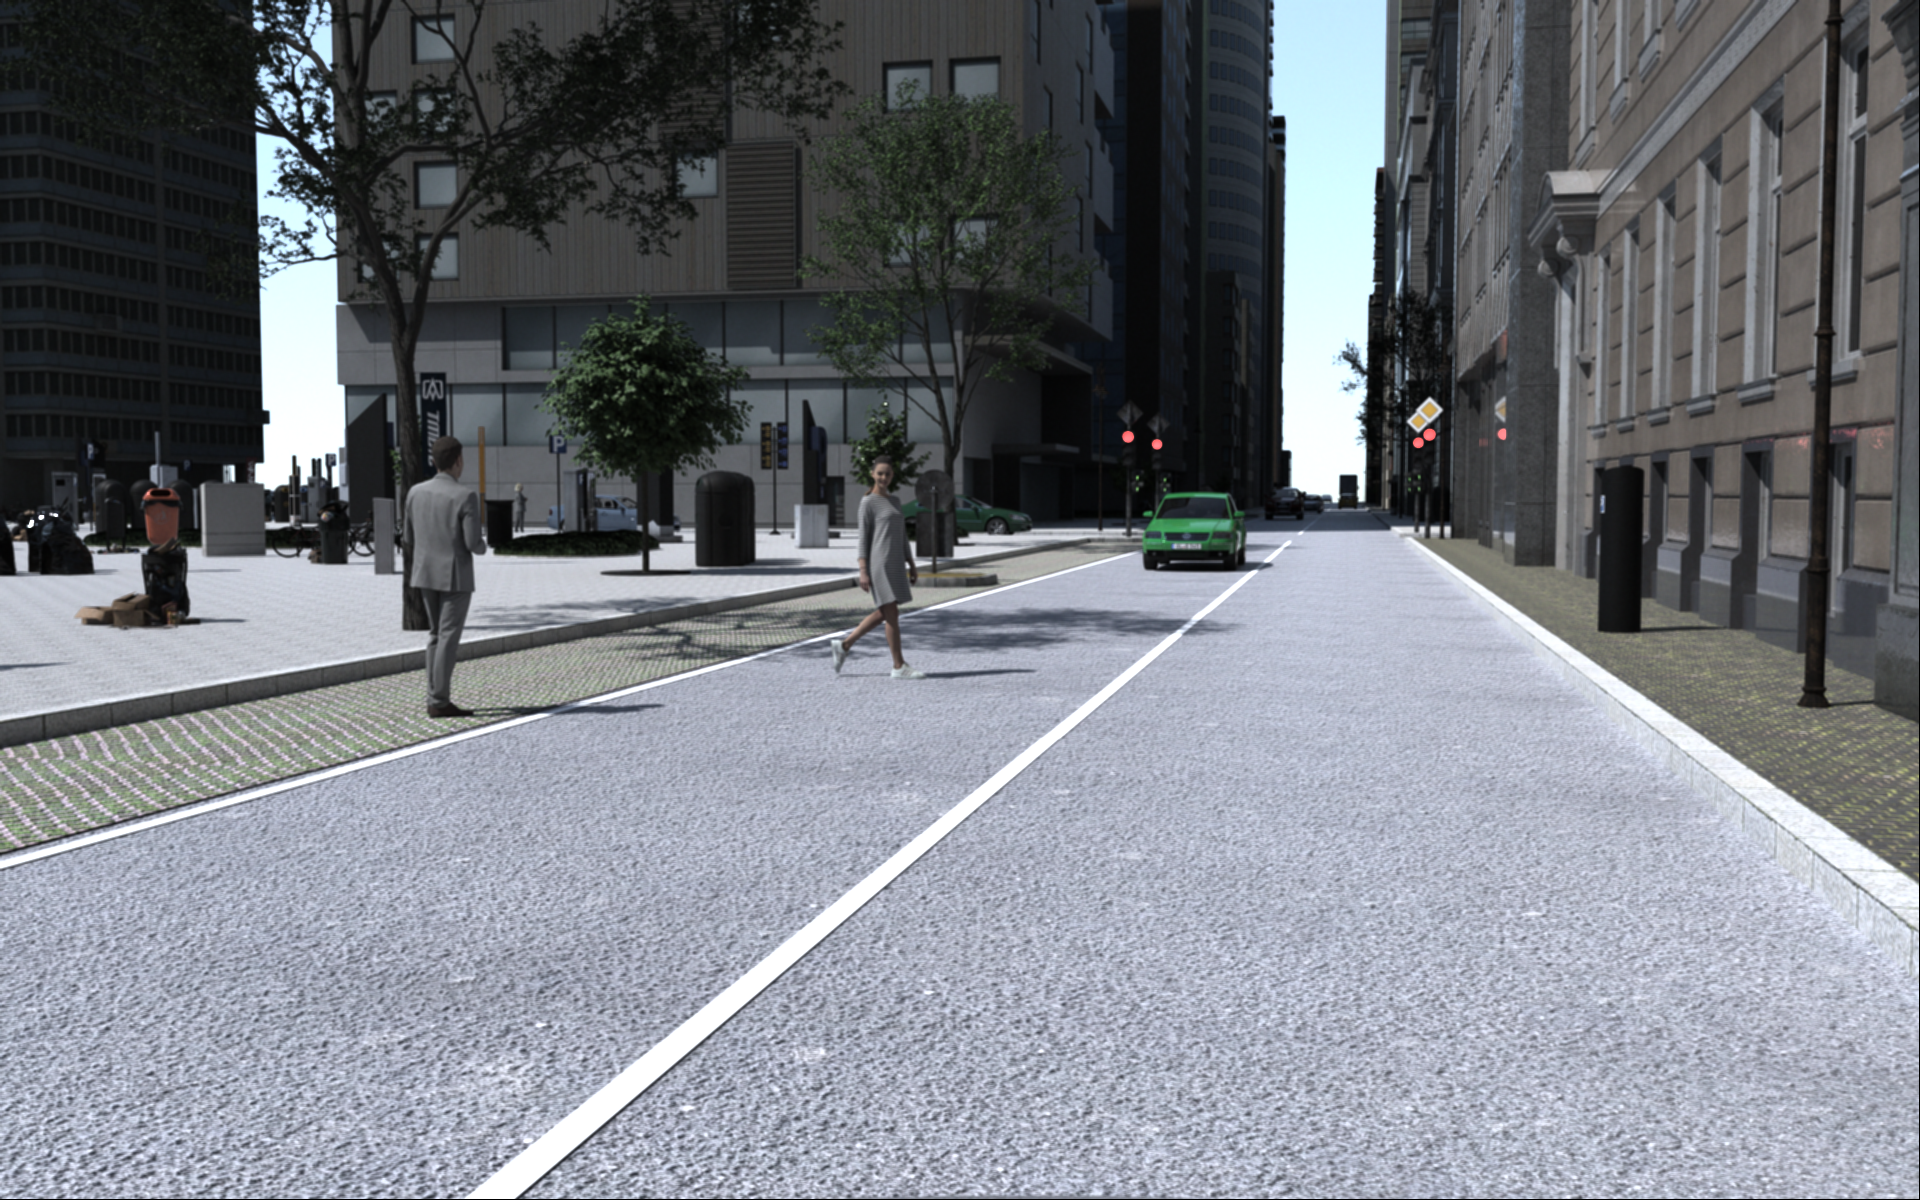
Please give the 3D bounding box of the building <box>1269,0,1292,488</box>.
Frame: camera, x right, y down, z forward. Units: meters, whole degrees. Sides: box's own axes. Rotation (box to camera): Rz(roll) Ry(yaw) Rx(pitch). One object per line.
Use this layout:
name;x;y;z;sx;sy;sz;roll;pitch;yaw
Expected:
building;40.693;-58.471;268.673;22.319;86.520;31.000;1;4;13

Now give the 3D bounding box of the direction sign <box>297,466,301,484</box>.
direction sign;-52.764;-8.947;138.279;0.379;3.537;0.876;0;4;-6

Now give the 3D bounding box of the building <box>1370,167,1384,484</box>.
building;65.044;-34.925;225.643;22.147;44.769;28.867;1;4;13

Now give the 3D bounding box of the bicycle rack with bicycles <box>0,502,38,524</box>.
bicycle rack with bicycles;-41.202;-3.773;75.077;2.925;0.926;2.852;-2;4;-33

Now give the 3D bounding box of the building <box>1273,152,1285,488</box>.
building;34.283;-35.040;223.022;14.600;45.320;14.200;1;4;13

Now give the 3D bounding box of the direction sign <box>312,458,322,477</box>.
direction sign;-40.585;-7.177;109.337;0.876;3.537;0.379;2;4;30

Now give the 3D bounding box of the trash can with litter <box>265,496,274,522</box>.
trash can with litter;-31.989;-4.194;79.966;0.624;1.170;1.055;-1;4;-19

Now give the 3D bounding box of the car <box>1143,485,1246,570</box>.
car;4.644;-1.542;34.011;1.959;1.807;4.718;1;4;12

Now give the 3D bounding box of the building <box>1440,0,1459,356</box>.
building;27.033;-14.122;59.771;19.941;23.489;11.050;1;4;13

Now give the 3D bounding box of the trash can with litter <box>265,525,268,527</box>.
trash can with litter;-30.624;-3.811;73.369;2.233;1.210;1.678;2;4;27

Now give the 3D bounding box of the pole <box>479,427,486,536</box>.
pole;-14.543;-3.602;52.740;0.158;3.312;0.155;0;3;0

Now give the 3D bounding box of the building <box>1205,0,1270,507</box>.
building;20.214;-38.851;177.208;21.231;58.520;28.212;1;4;13

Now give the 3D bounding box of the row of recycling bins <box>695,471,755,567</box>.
row of recycling bins;-4.313;-1.527;32.083;1.069;1.692;3.534;0;4;-4

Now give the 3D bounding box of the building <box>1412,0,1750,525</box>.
building;30.731;-18.552;89.224;13.634;28.700;20.117;1;4;13

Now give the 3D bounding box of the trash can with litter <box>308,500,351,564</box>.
trash can with litter;-11.666;-1.251;31.838;1.055;1.170;0.624;3;5;41

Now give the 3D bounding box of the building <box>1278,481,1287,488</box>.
building;29.690;-33.753;243.735;32.217;40.220;23.993;1;4;13

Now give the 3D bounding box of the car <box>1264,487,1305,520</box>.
car;18.412;-5.474;98.172;2.281;1.827;5.304;1;4;13

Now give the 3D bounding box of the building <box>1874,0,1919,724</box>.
building;8.162;-9.235;0.147;9.793;20.994;18.267;1;4;13

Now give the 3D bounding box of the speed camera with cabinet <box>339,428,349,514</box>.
speed camera with cabinet;-17.844;-3.522;51.919;2.038;3.252;0.660;3;5;41

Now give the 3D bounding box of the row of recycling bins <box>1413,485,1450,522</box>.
row of recycling bins;22.755;-4.465;80.112;3.534;1.692;1.069;2;4;25

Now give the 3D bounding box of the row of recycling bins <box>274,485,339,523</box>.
row of recycling bins;-29.189;-4.355;78.322;3.534;1.692;1.069;0;4;-5

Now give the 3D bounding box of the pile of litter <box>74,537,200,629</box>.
pile of litter;-8.121;-0.193;17.122;1.176;0.858;1.719;-1;4;-15

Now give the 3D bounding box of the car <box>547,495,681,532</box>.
car;-11.693;-2.856;58.695;4.499;1.417;2.014;1;4;11

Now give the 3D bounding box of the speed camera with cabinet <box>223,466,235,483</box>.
speed camera with cabinet;-52.800;-7.913;123.721;2.038;3.252;0.660;1;4;18

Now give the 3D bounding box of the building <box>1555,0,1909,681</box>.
building;14.338;-14.230;18.571;13.634;28.700;20.117;1;4;13

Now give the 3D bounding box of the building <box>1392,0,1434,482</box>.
building;42.259;-27.878;139.407;14.154;41.232;14.086;1;4;13

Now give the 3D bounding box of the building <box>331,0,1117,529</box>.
building;-8.043;-29.719;75.138;28.713;52.752;27.495;1;4;13

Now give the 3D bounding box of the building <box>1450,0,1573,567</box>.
building;17.877;-13.478;38.382;12.078;24.808;19.932;1;4;13

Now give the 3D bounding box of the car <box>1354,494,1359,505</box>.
car;51.862;-13.331;229.763;2.131;1.459;4.920;1;4;14

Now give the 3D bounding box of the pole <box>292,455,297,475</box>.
pole;-34.910;-5.936;90.902;0.158;3.312;0.155;0;3;0

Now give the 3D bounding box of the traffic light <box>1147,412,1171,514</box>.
traffic light;6.817;-4.320;59.548;0.839;4.253;0.868;1;4;13

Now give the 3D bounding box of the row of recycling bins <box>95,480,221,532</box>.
row of recycling bins;-23.076;-2.633;50.170;3.534;1.692;1.069;-2;4;-31

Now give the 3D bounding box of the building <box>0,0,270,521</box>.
building;-52.465;-24.278;88.830;23.993;40.220;32.217;1;4;13

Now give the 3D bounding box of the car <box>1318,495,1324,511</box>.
car;29.757;-8.199;146.423;2.083;1.381;4.827;1;4;15

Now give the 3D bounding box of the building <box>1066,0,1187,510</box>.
building;5.668;-27.627;101.809;14.600;45.320;14.200;1;4;13

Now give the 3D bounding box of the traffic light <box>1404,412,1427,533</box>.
traffic light;15.225;-4.206;57.688;0.839;4.253;0.868;1;4;13

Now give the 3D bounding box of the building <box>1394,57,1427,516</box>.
building;34.696;-20.590;114.140;11.434;29.767;29.804;1;4;13

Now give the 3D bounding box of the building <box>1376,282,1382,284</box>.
building;75.805;-39.675;268.296;23.786;49.044;30.456;1;4;13

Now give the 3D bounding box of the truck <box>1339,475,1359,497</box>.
truck;57.588;-16.374;256.623;2.839;4.237;11.283;1;4;14

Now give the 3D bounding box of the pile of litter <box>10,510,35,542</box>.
pile of litter;-25.529;-2.023;47.033;1.719;0.858;1.176;2;4;34

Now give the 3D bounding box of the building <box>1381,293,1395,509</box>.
building;53.630;-19.278;160.237;27.650;21.520;28.899;1;4;13

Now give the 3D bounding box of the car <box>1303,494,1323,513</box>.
car;26.360;-7.255;130.629;2.014;1.417;4.499;1;4;13

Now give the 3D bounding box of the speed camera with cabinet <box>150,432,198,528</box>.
speed camera with cabinet;-24.763;-3.696;54.763;2.038;3.252;0.660;2;4;34

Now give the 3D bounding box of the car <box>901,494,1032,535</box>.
car;-0.047;-2.784;57.314;4.920;1.459;2.131;1;4;11

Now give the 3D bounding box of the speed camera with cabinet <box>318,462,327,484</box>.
speed camera with cabinet;-39.242;-6.820;105.844;0.660;3.252;2.038;0;4;5

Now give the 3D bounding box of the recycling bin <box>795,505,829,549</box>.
recycling bin;-3.526;-1.750;41.161;0.722;1.027;0.722;-1;4;-13

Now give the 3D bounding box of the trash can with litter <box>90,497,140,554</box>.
trash can with litter;-18.615;-1.613;37.433;1.678;1.210;2.233;1;4;12

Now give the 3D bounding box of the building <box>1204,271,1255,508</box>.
building;10.909;-18.726;151.208;27.650;21.520;28.899;1;4;13

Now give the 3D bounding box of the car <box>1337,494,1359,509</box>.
car;37.136;-9.518;165.842;2.015;1.641;3.980;1;4;14

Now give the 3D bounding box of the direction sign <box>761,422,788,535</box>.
direction sign;-5.859;-3.838;54.745;0.876;3.537;0.379;1;4;10

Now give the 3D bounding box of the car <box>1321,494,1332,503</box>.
car;60.102;-16.619;284.079;2.083;1.381;4.827;1;4;12

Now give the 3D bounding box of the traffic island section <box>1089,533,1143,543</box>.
traffic island section;5.035;-1.811;51.899;2.009;0.180;2.903;1;4;13

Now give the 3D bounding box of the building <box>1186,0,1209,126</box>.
building;10.004;-26.912;123.613;14.154;41.232;14.086;1;4;13

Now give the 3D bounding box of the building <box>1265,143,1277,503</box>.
building;28.508;-31.432;197.515;14.154;41.232;14.086;1;4;13

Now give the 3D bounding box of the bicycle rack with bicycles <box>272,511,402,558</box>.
bicycle rack with bicycles;-12.616;-1.396;36.202;2.925;0.926;2.852;-1;4;-10

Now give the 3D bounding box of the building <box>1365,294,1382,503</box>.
building;65.534;-29.154;248.366;14.160;30.474;14.107;1;4;13

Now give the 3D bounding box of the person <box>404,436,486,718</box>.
person;-3.256;-0.152;11.178;0.606;1.804;0.583;1;4;20

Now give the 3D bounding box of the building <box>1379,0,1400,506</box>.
building;56.735;-39.516;188.092;21.231;58.520;28.212;1;4;13

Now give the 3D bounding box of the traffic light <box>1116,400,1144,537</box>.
traffic light;5.071;-3.843;51.756;0.839;4.253;0.868;1;4;13

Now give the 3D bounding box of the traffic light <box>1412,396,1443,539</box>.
traffic light;13.479;-3.729;49.895;0.839;4.253;0.868;1;4;13
